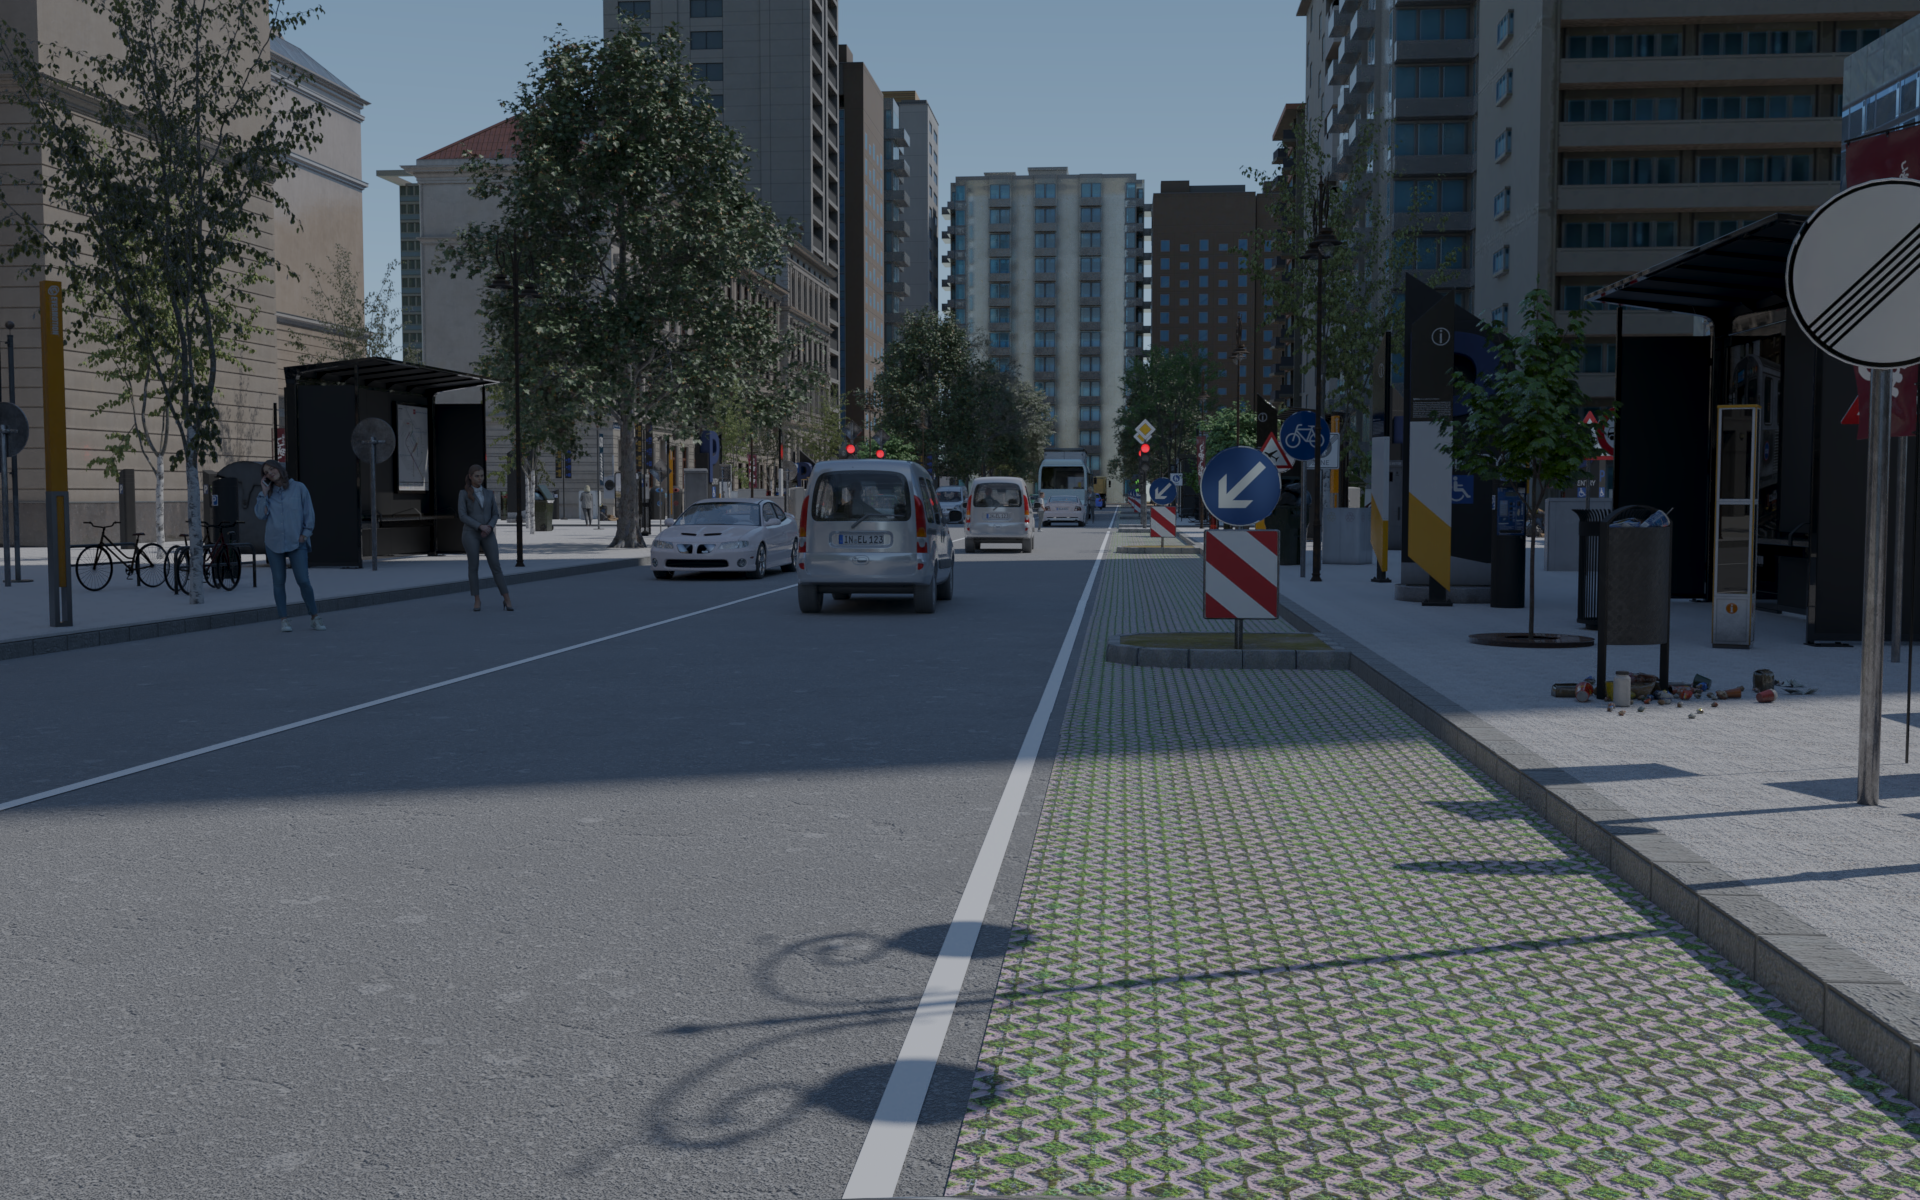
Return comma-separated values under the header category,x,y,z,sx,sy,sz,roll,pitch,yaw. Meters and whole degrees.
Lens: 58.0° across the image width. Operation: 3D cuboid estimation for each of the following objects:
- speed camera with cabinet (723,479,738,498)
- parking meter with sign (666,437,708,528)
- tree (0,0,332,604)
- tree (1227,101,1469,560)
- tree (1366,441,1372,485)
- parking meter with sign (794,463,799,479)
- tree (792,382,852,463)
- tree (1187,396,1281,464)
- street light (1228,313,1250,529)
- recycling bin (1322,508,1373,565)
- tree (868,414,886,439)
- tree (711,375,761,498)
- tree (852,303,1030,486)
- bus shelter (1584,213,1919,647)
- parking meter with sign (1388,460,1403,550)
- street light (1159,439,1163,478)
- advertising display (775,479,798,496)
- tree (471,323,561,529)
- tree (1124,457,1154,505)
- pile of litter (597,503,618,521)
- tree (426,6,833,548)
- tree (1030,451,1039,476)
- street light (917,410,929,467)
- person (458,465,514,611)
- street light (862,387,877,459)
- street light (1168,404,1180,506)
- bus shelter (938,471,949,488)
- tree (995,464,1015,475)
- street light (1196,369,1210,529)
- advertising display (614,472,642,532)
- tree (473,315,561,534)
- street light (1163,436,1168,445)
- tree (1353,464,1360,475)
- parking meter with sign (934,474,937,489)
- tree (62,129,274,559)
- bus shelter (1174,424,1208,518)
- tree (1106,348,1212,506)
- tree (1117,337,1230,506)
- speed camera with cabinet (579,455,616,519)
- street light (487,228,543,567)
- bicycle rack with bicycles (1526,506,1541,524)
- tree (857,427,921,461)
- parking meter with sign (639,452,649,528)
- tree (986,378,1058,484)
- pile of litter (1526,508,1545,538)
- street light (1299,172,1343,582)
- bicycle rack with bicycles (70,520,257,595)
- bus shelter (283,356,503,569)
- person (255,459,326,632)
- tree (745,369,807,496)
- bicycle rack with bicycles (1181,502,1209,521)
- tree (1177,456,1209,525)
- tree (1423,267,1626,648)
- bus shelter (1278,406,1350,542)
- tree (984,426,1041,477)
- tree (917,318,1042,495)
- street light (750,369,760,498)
category,x,y,z,sx,sy,sz,roll,pitch,yaw
speed camera with cabinet,-11.888,-5.862,90.173,0.660,3.252,2.038,-3,5,-44
parking meter with sign,-7.829,-3.373,51.414,1.738,3.016,0.543,-1,4,-12
tree,-9.074,-4.247,19.801,4.360,8.622,3.978,0,3,0
tree,7.293,-5.064,33.163,4.737,8.622,4.395,0,3,0
tree,21.629,-6.260,86.065,4.285,4.588,4.351,0,3,0
parking meter with sign,-9.483,-6.193,97.519,0.543,3.016,1.738,-1,4,-16
tree,-8.913,-9.999,113.841,4.737,8.622,4.395,0,3,0
tree,9.354,-4.560,58.275,4.285,4.588,4.351,0,3,0
street light,7.108,-4.373,44.286,0.468,5.910,1.993,0,4,5
recycling bin,7.115,-1.176,31.786,0.722,1.027,0.722,2,4,34
tree,-5.691,-11.899,144.902,4.360,8.622,3.978,0,3,0
tree,-13.073,-8.979,97.170,4.737,8.622,4.395,0,3,0
tree,-1.905,-11.428,103.858,9.611,12.733,9.660,0,3,0
bus shelter,7.969,-1.605,17.520,1.731,3.624,6.357,0,4,5
parking meter with sign,9.940,-2.654,39.653,1.738,3.016,0.543,3,5,42
street light,14.887,-9.487,127.896,0.468,5.910,1.993,0,4,5
advertising display,-7.465,-4.240,74.542,0.974,1.923,0.123,-1,4,-9
tree,-15.820,-6.958,64.131,4.360,8.622,3.978,0,3,0
tree,23.085,-16.852,209.937,7.601,10.594,8.767,0,4,-3
pile of litter,-16.787,-4.202,82.666,1.176,0.858,1.719,0,4,6
tree,-7.955,-7.603,41.314,9.611,12.733,9.660,0,3,0
tree,1.992,-14.153,148.404,9.611,12.733,9.660,0,3,0
street light,-1.985,-7.346,92.900,0.468,5.910,1.993,0,4,5
person,-5.803,-0.759,21.176,0.573,1.790,0.520,3,4,37
street light,-3.836,-6.185,73.912,0.468,5.910,1.993,0,4,5
street light,11.011,-7.080,88.553,0.468,5.910,1.993,0,4,5
bus shelter,-0.717,-8.612,134.736,2.014,3.302,5.546,0,4,5
tree,4.434,-13.536,171.680,4.737,8.622,4.395,0,3,0
street light,8.945,-5.574,63.918,0.468,5.910,1.993,0,4,5
advertising display,-9.650,-2.764,50.401,0.974,1.923,0.123,2,4,32
tree,-13.663,-6.421,55.353,4.737,8.622,4.395,0,3,0
street light,13.111,-8.282,108.199,0.468,5.910,1.993,0,4,5
tree,21.201,-6.052,93.558,1.663,3.219,1.824,0,3,0
parking meter with sign,-1.235,-8.890,141.610,1.738,3.016,0.543,-1,4,-18
tree,-15.834,-5.132,34.267,4.737,8.622,4.395,0,3,0
bus shelter,12.928,-7.215,95.603,2.179,5.291,8.768,0,4,5
tree,15.873,-13.369,135.588,9.611,12.733,9.660,0,3,0
tree,14.273,-11.643,116.112,9.928,11.665,9.643,0,3,0
speed camera with cabinet,-18.340,-5.733,88.063,2.038,3.252,0.660,1,4,13
street light,-7.770,-3.524,30.409,0.468,5.910,1.993,0,4,5
bicycle rack with bicycles,20.067,-2.759,58.486,2.852,0.926,2.925,3,5,43
tree,-3.616,-6.203,85.126,4.285,4.588,4.351,0,3,0
parking meter with sign,-12.197,-4.281,66.256,0.543,3.016,1.738,0,4,3
tree,6.253,-17.328,189.966,9.857,13.997,8.962,0,3,0
pile of litter,17.475,-2.291,51.424,1.719,0.858,1.176,-2,4,-34
street light,5.233,-3.210,25.272,0.468,5.910,1.993,0,4,5
bicycle rack with bicycles,-10.558,-0.601,23.215,2.852,0.926,2.925,1,4,11
bus shelter,-10.517,-2.534,32.716,1.731,3.624,6.357,0,4,5
person,-6.996,-0.571,18.095,0.793,1.790,0.793,-3,5,-39
tree,-11.112,-9.268,101.899,4.360,8.622,3.978,0,3,0
bicycle rack with bicycles,11.793,-4.120,80.742,2.925,0.926,2.852,-2,4,-33
tree,10.845,-5.072,77.535,1.663,3.219,1.824,0,3,0
tree,5.035,-1.240,14.868,1.663,3.219,1.824,0,3,0
bus shelter,9.924,-3.557,49.443,1.731,3.624,6.357,0,4,5
tree,6.767,-16.395,202.467,7.601,10.594,8.767,1,4,21
tree,0.484,-12.830,120.132,12.009,13.543,11.850,0,3,0
street light,-5.974,-4.704,49.692,0.468,5.910,1.993,0,4,5
